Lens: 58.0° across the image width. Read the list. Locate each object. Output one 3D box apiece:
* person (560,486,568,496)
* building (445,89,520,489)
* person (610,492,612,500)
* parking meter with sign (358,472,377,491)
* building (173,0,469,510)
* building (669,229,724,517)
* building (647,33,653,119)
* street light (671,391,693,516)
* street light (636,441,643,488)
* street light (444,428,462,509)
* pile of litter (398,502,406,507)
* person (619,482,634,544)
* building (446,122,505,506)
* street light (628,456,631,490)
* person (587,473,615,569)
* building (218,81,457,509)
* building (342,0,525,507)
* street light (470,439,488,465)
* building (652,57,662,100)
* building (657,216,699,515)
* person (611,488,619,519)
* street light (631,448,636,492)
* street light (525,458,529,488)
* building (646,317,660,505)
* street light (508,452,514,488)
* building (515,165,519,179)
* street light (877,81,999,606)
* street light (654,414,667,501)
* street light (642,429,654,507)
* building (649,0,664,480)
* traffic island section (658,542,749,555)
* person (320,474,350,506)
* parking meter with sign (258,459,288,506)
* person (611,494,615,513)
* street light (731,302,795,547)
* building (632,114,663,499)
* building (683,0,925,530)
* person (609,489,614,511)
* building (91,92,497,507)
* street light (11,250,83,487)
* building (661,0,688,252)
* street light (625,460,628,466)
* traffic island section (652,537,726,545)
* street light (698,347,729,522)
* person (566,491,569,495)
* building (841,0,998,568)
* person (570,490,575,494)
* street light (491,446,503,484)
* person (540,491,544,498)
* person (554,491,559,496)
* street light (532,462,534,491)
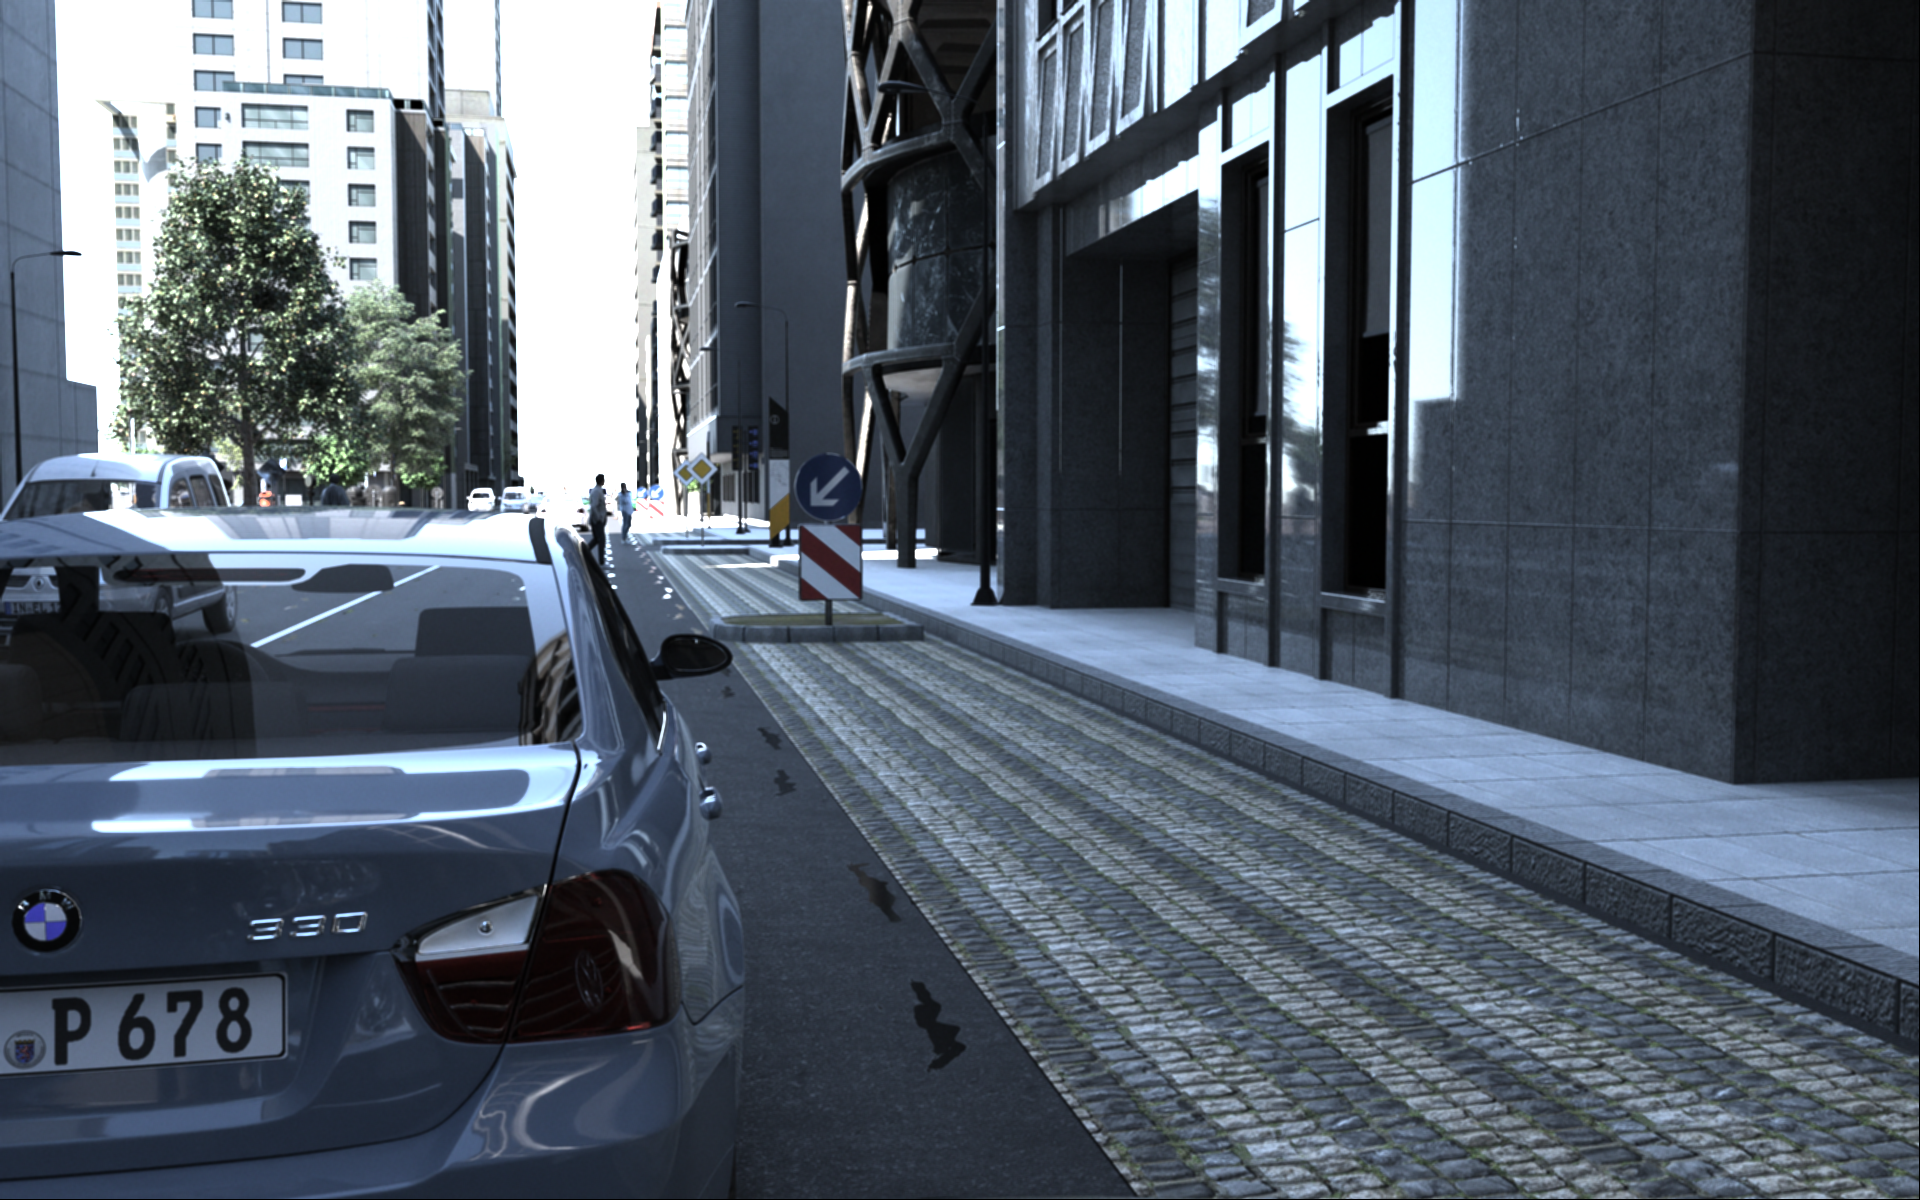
[{"bbox_3d":[-17.643,-4.214,77.505,0.767,1.812,0.694,-2,4,-24],"label":"person"},{"bbox_3d":[-65.288,-35.879,210.316,21.300,48.544,21.600,-1,4,-12],"label":"building"},{"bbox_3d":[-35.681,-10.303,177.629,0.621,1.740,0.551,1,4,13],"label":"person"},{"bbox_3d":[-40.018,-7.330,116.099,1.738,3.016,0.543,-2,4,-28],"label":"parking meter with sign"},{"bbox_3d":[-50.777,-43.006,141.400,20.563,71.187,20.611,-1,4,-12],"label":"building"},{"bbox_3d":[-8.308,-14.242,100.316,16.820,18.784,16.811,-1,4,-12],"label":"building"},{"bbox_3d":[-40.135,-50.896,270.400,20.563,71.187,20.611,-1,4,-12],"label":"building"},{"bbox_3d":[-12.299,-6.487,78.608,1.470,5.913,1.316,-1,4,-12],"label":"street light"},{"bbox_3d":[-27.534,-11.026,152.810,1.470,5.913,1.316,-1,4,-12],"label":"street light"},{"bbox_3d":[-35.860,-9.165,122.391,1.470,5.913,1.316,-1,4,-12],"label":"street light"},{"bbox_3d":[-31.559,-5.101,97.364,1.719,0.858,1.176,2,4,30],"label":"pile of litter"},{"bbox_3d":[-9.652,-2.521,49.978,0.793,1.790,0.793,-1,4,-16],"label":"person"},{"bbox_3d":[-56.477,-30.638,184.521,14.154,41.232,14.086,-1,4,-12],"label":"building"},{"bbox_3d":[-36.986,-13.828,198.631,1.470,5.913,1.316,-1,4,-12],"label":"street light"},{"bbox_3d":[-7.045,-1.525,33.286,0.795,1.843,0.661,-1,4,-9],"label":"person"},{"bbox_3d":[-44.715,-21.668,125.981,14.160,30.474,14.107,-1,4,-12],"label":"building"},{"bbox_3d":[-69.213,-48.480,230.904,20.563,71.187,20.611,-1,4,-12],"label":"building"},{"bbox_3d":[-40.563,-10.577,145.468,1.470,5.913,1.316,-1,4,-12],"label":"street light"},{"bbox_3d":[-34.158,-57.015,244.863,22.319,86.520,31.000,-1,4,-12],"label":"building"},{"bbox_3d":[-14.673,-15.986,116.118,10.420,20.320,16.860,-1,4,-12],"label":"building"},{"bbox_3d":[-19.987,-5.598,100.209,0.466,1.800,0.511,-3,5,-40],"label":"person"},{"bbox_3d":[-32.251,-12.395,175.205,1.470,5.913,1.316,-1,4,-12],"label":"street light"},{"bbox_3d":[-57.128,-15.496,225.897,1.470,5.913,1.316,-1,4,-12],"label":"street light"},{"bbox_3d":[-19.213,-20.849,185.919,27.650,21.520,28.899,-1,4,-12],"label":"building"},{"bbox_3d":[-49.770,-13.330,190.487,1.470,5.913,1.316,-1,4,-12],"label":"street light"},{"bbox_3d":[-79.642,-40.648,253.836,28.713,52.752,27.495,-1,4,-12],"label":"building"},{"bbox_3d":[-0.240,-2.888,19.768,1.470,5.913,1.316,-1,4,-12],"label":"street light"},{"bbox_3d":[-16.929,-7.859,101.041,1.470,5.913,1.316,-1,4,-12],"label":"street light"},{"bbox_3d":[-22.934,-9.654,130.391,1.470,5.913,1.316,-1,4,-12],"label":"street light"},{"bbox_3d":[-16.480,-30.686,156.338,22.147,44.769,28.867,-1,4,-12],"label":"building"},{"bbox_3d":[-6.224,-1.208,42.028,2.009,0.180,2.903,-1,4,-12],"label":"traffic island section"},{"bbox_3d":[-12.140,-1.535,33.694,0.679,1.850,0.850,1,4,17],"label":"person"},{"bbox_3d":[-33.512,-5.366,83.997,0.543,3.016,1.738,3,4,38],"label":"parking meter with sign"},{"bbox_3d":[-26.360,-7.367,132.166,0.599,1.433,0.991,1,4,14],"label":"person"},{"bbox_3d":[-4.751,-4.261,42.205,1.470,5.913,1.316,-1,4,-12],"label":"street light"},{"bbox_3d":[-30.254,-36.427,219.286,21.300,48.544,21.600,-1,4,-12],"label":"building"},{"bbox_3d":[-4.070,-17.180,74.408,14.314,27.812,24.014,-1,4,-12],"label":"building"},{"bbox_3d":[-28.721,-8.226,142.981,0.705,1.826,1.348,-2,4,-28],"label":"person"},{"bbox_3d":[-61.157,-28.861,163.755,32.217,40.220,23.993,-1,4,-12],"label":"building"},{"bbox_3d":[-17.386,-3.698,33.006,1.470,5.913,1.316,-1,4,-12],"label":"street light"},{"bbox_3d":[-15.985,-27.588,134.662,14.154,41.232,14.086,-1,4,-12],"label":"building"},{"bbox_3d":[-39.892,-14.627,211.689,1.470,5.913,1.316,-1,4,-12],"label":"street light"},{"bbox_3d":[-7.836,-1.686,49.849,2.009,0.180,2.903,-1,4,-12],"label":"traffic island section"},{"bbox_3d":[-7.537,-5.040,54.945,1.470,5.913,1.316,-1,4,-12],"label":"street light"},{"bbox_3d":[-36.102,-9.116,158.351,0.742,1.727,0.445,0,4,2],"label":"person"},{"bbox_3d":[5.881,-10.250,35.045,16.820,18.784,16.811,-1,4,-12],"label":"building"},{"bbox_3d":[-34.653,-8.959,154.997,1.348,1.821,0.705,0,4,0],"label":"person"},{"bbox_3d":[-45.192,-11.947,167.881,1.470,5.913,1.316,-1,4,-12],"label":"street light"},{"bbox_3d":[-38.244,-9.098,157.971,0.721,1.743,1.217,-3,5,-42],"label":"person"},{"bbox_3d":[-48.272,-12.123,207.258,0.990,1.755,0.434,1,4,21],"label":"person"},{"bbox_3d":[-61.774,-16.883,248.579,1.470,5.913,1.316,-1,4,-12],"label":"street light"}]
